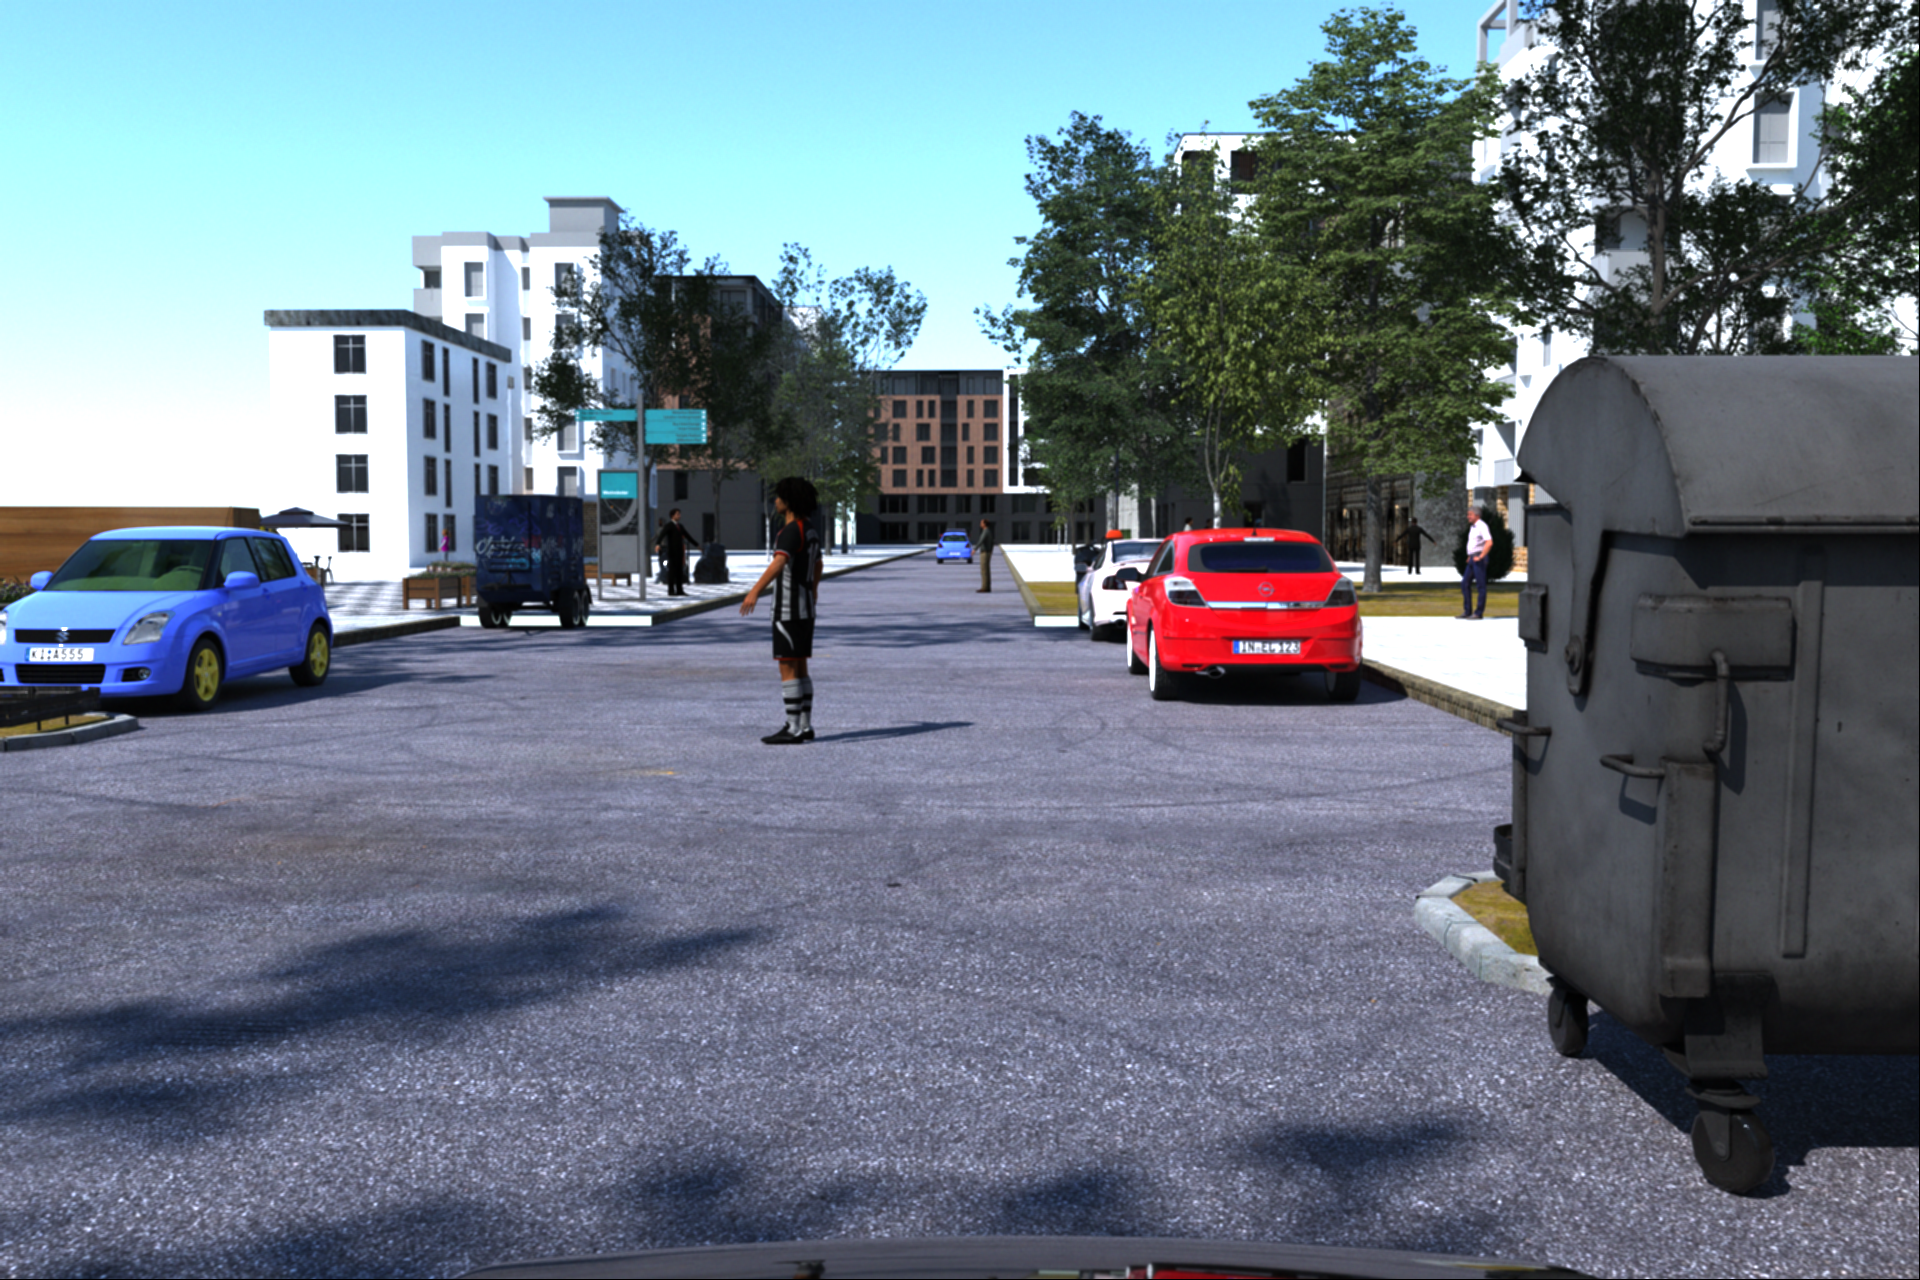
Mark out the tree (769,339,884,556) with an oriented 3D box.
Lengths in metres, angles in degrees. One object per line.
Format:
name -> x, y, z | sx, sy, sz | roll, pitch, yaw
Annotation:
tree -> -8.143, -11.212, 101.435 | 7.486, 12.596, 7.792 | 0, 3, 0

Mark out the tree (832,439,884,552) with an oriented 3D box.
tree -> -7.755, -10.570, 123.178 | 4.360, 8.622, 3.978 | 0, 3, 0

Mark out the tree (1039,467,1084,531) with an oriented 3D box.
tree -> 7.759, -10.437, 121.013 | 4.737, 8.622, 4.395 | 0, 3, 0

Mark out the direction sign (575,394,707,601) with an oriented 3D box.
direction sign -> -6.068, -2.747, 33.673 | 2.525, 3.948, 1.411 | 0, 4, 2

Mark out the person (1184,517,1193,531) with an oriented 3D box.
person -> 7.217, -2.951, 54.436 | 0.705, 1.806, 1.347 | 0, 4, 2

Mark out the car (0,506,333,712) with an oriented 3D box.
car -> -6.901, -0.337, 15.100 | 1.945, 1.707, 3.694 | 0, 4, 1

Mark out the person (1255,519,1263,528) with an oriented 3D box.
person -> 10.492, -3.336, 60.662 | 0.704, 1.817, 1.347 | -1, 4, -12

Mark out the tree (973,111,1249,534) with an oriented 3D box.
tree -> 6.969, -13.486, 76.382 | 12.611, 20.169, 13.585 | 0, 3, 0

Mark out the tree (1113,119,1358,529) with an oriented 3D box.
tree -> 4.977, -4.976, 31.724 | 4.737, 8.622, 4.395 | 0, 3, 0

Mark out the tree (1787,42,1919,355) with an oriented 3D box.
tree -> 20.107, -6.602, 33.702 | 9.928, 11.665, 9.643 | 0, 3, 0

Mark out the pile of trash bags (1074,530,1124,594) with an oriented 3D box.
pile of trash bags -> 3.386, -1.672, 37.082 | 1.912, 1.369, 3.447 | 0, 4, 0

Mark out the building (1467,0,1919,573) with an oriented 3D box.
building -> 23.674, -12.540, 61.446 | 16.016, 20.090, 11.380 | 0, 4, 2

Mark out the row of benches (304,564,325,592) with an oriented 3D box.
row of benches -> -16.056, -1.362, 37.733 | 4.104, 0.672, 1.422 | 0, 4, -7

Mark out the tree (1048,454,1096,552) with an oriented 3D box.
tree -> 7.568, -10.791, 126.788 | 4.360, 8.622, 3.978 | 0, 3, 0

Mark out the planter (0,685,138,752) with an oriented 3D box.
planter -> -7.015, 0.547, 12.204 | 1.991, 0.319, 1.994 | 0, 4, 1

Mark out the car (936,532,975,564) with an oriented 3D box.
car -> -0.236, -4.579, 84.450 | 1.945, 1.707, 3.694 | 0, 4, 1

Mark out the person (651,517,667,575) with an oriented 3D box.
person -> -9.245, -2.913, 53.762 | 0.705, 1.813, 1.348 | -3, 5, -44

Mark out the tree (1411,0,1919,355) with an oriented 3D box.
tree -> 9.393, -5.360, 22.041 | 7.601, 10.594, 8.767 | -1, 4, -23

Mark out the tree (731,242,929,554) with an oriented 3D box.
tree -> -8.755, -15.761, 113.583 | 12.611, 20.169, 13.585 | 0, 3, 0

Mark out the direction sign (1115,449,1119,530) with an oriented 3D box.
direction sign -> 4.197, -3.323, 46.334 | 0.379, 3.537, 0.876 | 0, 4, 2

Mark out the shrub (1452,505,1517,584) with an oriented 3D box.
shrub -> 13.537, -2.486, 44.687 | 1.661, 2.075, 1.752 | 0, 3, 0

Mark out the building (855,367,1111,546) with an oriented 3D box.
building -> 3.785, -23.105, 224.192 | 32.646, 21.610, 27.936 | 0, 4, 3

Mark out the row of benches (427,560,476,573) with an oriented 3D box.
row of benches -> -11.634, -1.485, 39.740 | 1.422, 0.672, 4.104 | -2, 4, -24

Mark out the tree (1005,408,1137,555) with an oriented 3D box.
tree -> 7.007, -10.479, 105.742 | 8.767, 10.594, 7.601 | 0, 3, 0

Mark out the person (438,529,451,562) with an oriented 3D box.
person -> -15.345, -2.580, 51.444 | 0.599, 1.433, 0.991 | 0, 4, -5

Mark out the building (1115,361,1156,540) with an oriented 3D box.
building -> 25.482, -19.449, 184.455 | 16.747, 18.905, 31.486 | 0, 4, 1

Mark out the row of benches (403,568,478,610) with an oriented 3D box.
row of benches -> -8.912, -0.950, 31.001 | 1.422, 0.672, 4.104 | 0, 4, 5

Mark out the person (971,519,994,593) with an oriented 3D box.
person -> 0.597, -2.067, 42.530 | 0.705, 1.796, 1.348 | 1, 4, 21

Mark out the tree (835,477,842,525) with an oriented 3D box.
tree -> -19.147, -19.399, 223.836 | 9.857, 13.997, 8.962 | 0, 3, 0

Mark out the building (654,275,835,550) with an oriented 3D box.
building -> -26.396, -18.921, 153.340 | 27.936, 21.610, 32.646 | 0, 4, 1

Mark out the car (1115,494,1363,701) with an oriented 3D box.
car -> 2.577, -0.450, 16.396 | 2.155, 1.783, 4.494 | 0, 4, 1

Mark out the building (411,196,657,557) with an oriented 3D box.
building -> -24.664, -14.801, 98.422 | 16.016, 20.090, 11.380 | 0, 4, 1

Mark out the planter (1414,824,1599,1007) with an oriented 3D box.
planter -> 2.672, 0.925, 6.024 | 1.991, 0.319, 1.994 | 0, 4, 1

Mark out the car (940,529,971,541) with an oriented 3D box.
car -> -0.307, -7.145, 125.501 | 2.281, 1.827, 5.304 | 0, 4, 1

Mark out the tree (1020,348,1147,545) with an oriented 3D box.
tree -> 6.954, -10.404, 95.860 | 9.928, 11.665, 9.643 | 0, 3, 0

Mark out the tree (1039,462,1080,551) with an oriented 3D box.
tree -> 7.848, -11.197, 133.436 | 4.737, 8.622, 4.395 | 0, 3, 0

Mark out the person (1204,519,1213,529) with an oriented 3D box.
person -> 8.764, -3.340, 60.741 | 0.704, 1.812, 1.346 | 3, 5, 40

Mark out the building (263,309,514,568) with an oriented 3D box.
building -> -24.928, -8.365, 78.917 | 9.099, 9.664, 28.070 | 0, 4, 1

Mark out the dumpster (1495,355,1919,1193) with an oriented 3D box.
dumpster -> 2.381, 0.244, 4.229 | 1.865, 1.857, 1.264 | 0, 4, 1

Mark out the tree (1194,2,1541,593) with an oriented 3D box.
tree -> 8.958, -7.347, 38.243 | 7.486, 12.596, 7.792 | 0, 3, 0

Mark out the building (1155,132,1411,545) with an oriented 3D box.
building -> 25.566, -15.946, 104.696 | 27.936, 21.610, 32.646 | 0, 4, 1

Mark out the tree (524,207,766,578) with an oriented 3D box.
tree -> -9.433, -7.103, 50.539 | 8.767, 10.594, 7.601 | 2, 4, 35

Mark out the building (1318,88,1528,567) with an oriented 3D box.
building -> 26.875, -14.927, 74.982 | 19.493, 23.208, 18.063 | 0, 4, 1

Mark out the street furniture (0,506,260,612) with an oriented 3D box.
street furniture -> -15.992, -1.343, 28.811 | 9.812, 1.723, 11.010 | -1, 4, -10

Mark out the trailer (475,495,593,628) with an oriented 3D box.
trailer -> -6.541, -1.151, 25.865 | 1.471, 1.999, 3.904 | 0, 4, 1

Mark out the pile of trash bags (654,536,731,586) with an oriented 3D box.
pile of trash bags -> -6.963, -2.122, 44.448 | 1.912, 1.369, 3.447 | 0, 4, 1

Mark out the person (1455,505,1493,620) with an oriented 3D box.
person -> 7.710, -1.163, 26.000 | 0.436, 1.711, 0.756 | 0, 4, 5

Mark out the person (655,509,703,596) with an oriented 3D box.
person -> -5.855, -1.811, 35.803 | 0.705, 1.806, 1.347 | 2, 4, 34

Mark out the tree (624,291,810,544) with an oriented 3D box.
tree -> -9.447, -8.012, 65.413 | 8.767, 10.594, 7.601 | 2, 4, 34

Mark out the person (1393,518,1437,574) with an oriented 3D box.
person -> 14.465, -2.990, 55.115 | 1.346, 1.802, 0.704 | 2, 4, 23

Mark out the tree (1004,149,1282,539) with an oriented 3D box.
tree -> 6.003, -9.163, 56.475 | 9.857, 13.997, 8.962 | 0, 3, 0

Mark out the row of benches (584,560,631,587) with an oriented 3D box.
row of benches -> -10.040, -1.710, 43.416 | 4.104, 0.672, 1.422 | 2, 4, 30

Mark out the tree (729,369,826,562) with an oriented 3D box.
tree -> -8.896, -7.816, 78.160 | 4.360, 8.622, 3.978 | 0, 3, 0

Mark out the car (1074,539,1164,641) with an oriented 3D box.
car -> 2.682, -0.744, 24.521 | 2.083, 1.381, 4.827 | 0, 4, 1

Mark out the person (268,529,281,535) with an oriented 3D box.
person -> -22.911, -3.149, 57.258 | 0.705, 1.858, 1.354 | 3, 5, 40

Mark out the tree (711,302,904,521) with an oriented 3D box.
tree -> -8.073, -11.077, 91.482 | 12.009, 13.543, 11.850 | 0, 3, 0

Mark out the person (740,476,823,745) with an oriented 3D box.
person -> -1.169, -0.202, 11.911 | 0.704, 1.843, 1.345 | 1, 4, 14

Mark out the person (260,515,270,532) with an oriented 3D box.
person -> -16.478, -2.086, 40.572 | 1.216, 1.772, 0.721 | -3, 5, -40

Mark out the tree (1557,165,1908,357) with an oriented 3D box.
tree -> 19.620, -6.659, 43.294 | 8.767, 10.594, 7.601 | 0, 4, -1
